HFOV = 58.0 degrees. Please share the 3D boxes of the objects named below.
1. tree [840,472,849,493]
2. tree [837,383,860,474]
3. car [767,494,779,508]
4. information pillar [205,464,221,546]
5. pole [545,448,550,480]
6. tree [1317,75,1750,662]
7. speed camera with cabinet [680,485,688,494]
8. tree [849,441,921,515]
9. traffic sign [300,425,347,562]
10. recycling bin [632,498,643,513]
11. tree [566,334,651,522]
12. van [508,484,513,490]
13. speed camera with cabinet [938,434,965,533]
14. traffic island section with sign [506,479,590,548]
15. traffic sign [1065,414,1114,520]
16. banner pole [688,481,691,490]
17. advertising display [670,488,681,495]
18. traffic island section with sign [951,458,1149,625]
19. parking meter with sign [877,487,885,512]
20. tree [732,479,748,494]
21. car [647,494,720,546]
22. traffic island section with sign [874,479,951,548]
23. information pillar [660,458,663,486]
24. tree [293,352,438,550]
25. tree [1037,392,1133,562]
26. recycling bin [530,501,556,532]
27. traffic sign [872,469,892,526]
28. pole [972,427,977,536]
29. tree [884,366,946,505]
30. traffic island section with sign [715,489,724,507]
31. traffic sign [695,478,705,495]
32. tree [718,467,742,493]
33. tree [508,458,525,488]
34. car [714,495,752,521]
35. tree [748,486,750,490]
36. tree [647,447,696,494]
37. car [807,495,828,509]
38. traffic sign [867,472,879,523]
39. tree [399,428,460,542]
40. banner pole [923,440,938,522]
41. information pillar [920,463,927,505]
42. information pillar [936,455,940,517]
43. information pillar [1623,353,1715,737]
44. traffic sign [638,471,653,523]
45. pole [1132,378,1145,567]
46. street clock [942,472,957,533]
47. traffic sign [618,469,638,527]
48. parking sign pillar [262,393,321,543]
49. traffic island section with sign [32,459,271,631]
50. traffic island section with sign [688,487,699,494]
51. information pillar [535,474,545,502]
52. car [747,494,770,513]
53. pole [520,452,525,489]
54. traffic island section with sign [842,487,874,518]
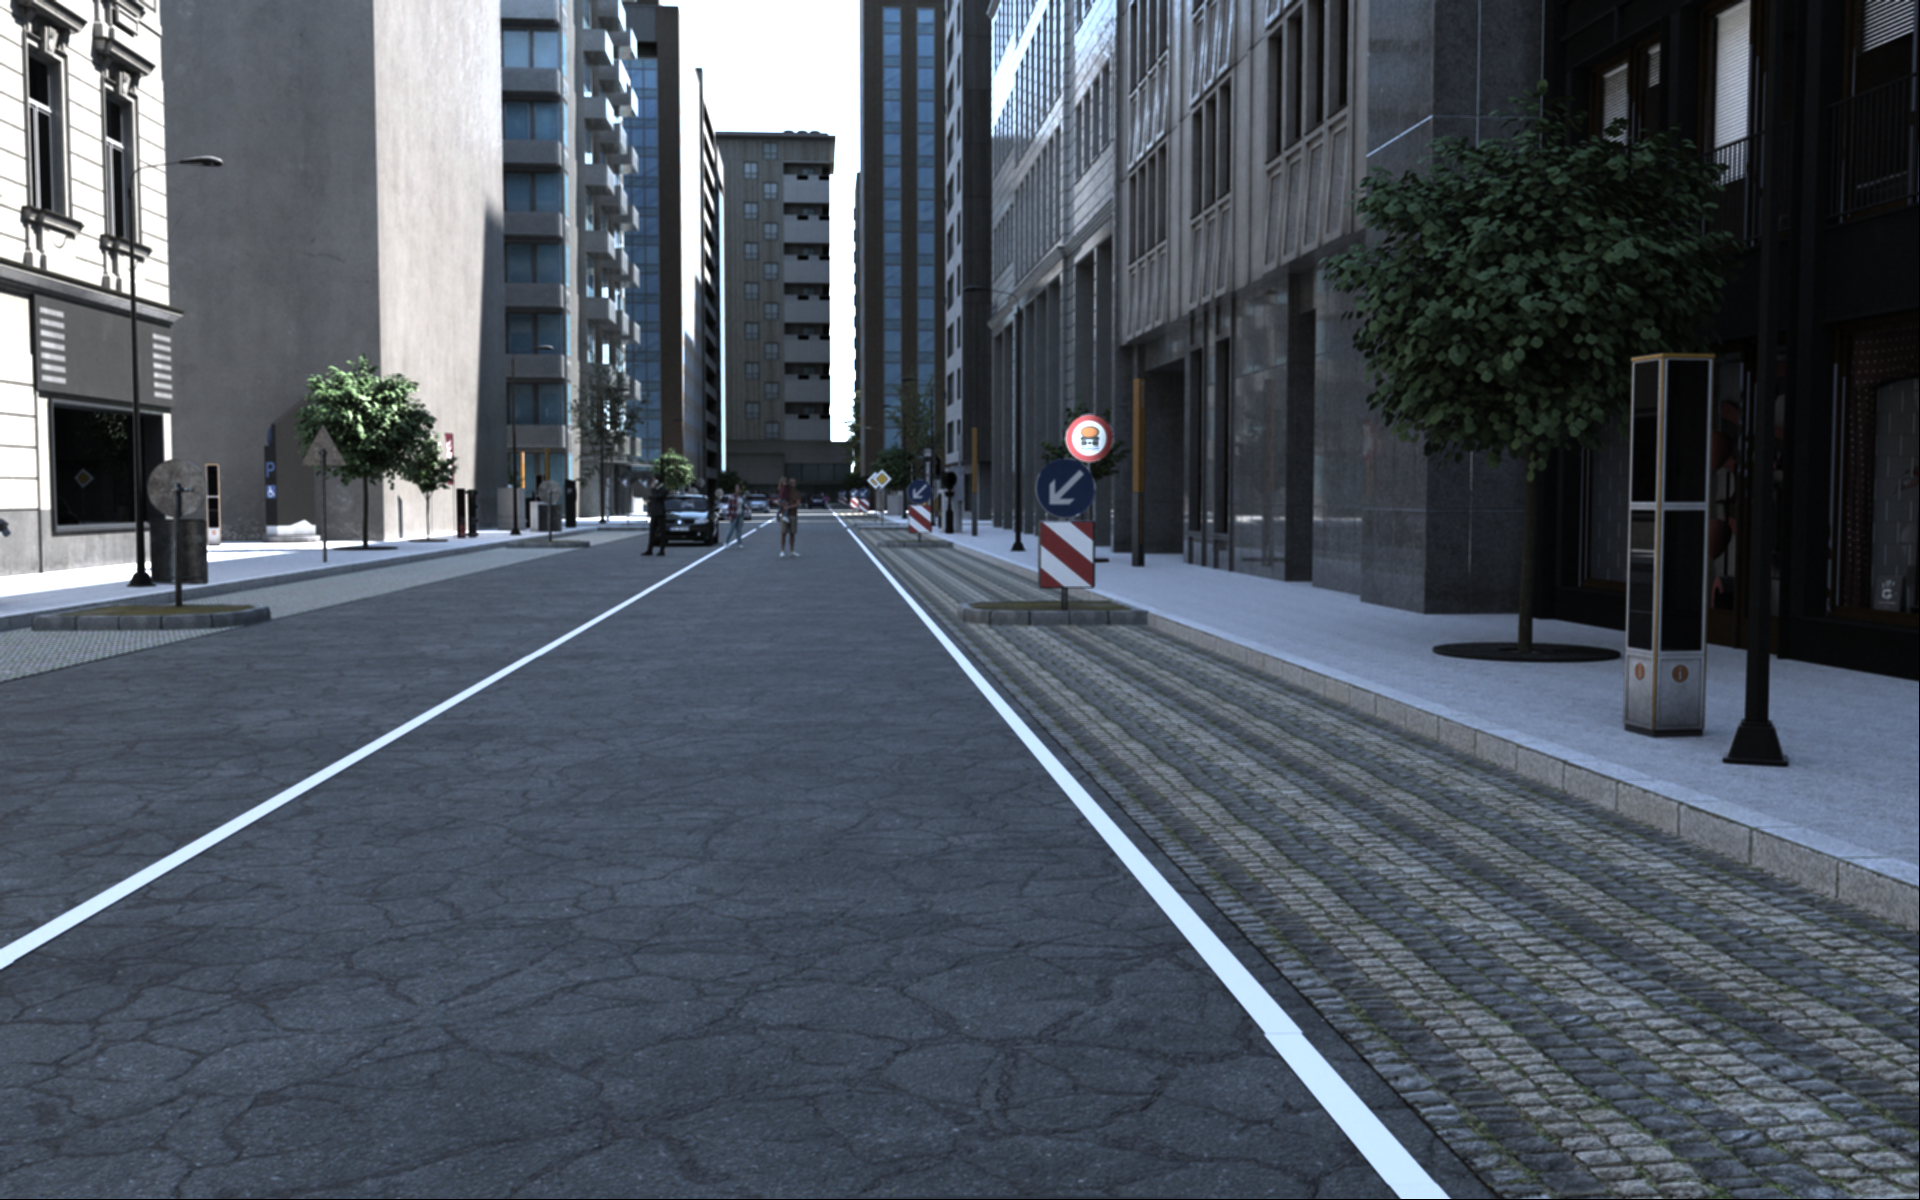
[{"bbox_3d":[-9.608,-11.629,173.848,4.285,4.588,4.351,0,3,0],"label":"tree"},{"bbox_3d":[-7.660,-14.715,158.720,7.486,12.596,7.792,0,3,0],"label":"tree"},{"bbox_3d":[-19.276,-10.524,181.110,2.155,1.783,4.494,0,4,-4],"label":"car"},{"bbox_3d":[-18.404,-2.334,42.656,0.304,2.012,0.304,-2,4,-27],"label":"information pillar"},{"bbox_3d":[-18.190,-5.049,76.390,0.158,3.312,0.155,0,3,0],"label":"pole"},{"bbox_3d":[4.464,-1.836,13.735,4.285,4.588,4.351,0,3,0],"label":"tree"},{"bbox_3d":[-21.328,-8.515,133.563,0.660,3.252,2.038,1,4,16],"label":"speed camera with cabinet"},{"bbox_3d":[-4.281,-7.945,113.613,4.285,4.588,4.351,0,3,0],"label":"tree"},{"bbox_3d":[-11.938,-1.987,32.486,0.884,2.594,0.081,0,4,2],"label":"traffic sign"},{"bbox_3d":[-21.683,-6.311,115.732,0.722,1.027,0.722,-3,5,-44],"label":"recycling bin"},{"bbox_3d":[-16.330,-7.934,80.076,4.360,8.622,3.978,0,3,0],"label":"tree"},{"bbox_3d":[-20.371,-3.935,71.344,4.112,2.044,2.013,0,4,-6],"label":"van"},{"bbox_3d":[-0.306,-3.893,57.984,0.660,3.252,2.038,-1,4,-10],"label":"speed camera with cabinet"},{"bbox_3d":[-11.012,-2.315,46.485,1.989,1.847,2.006,0,4,-5],"label":"traffic island section with sign"},{"bbox_3d":[2.063,-1.686,27.669,0.768,2.556,0.104,0,4,1],"label":"traffic sign"},{"bbox_3d":[-23.285,-9.721,148.952,0.401,3.779,0.863,-2,4,-32],"label":"banner pole"},{"bbox_3d":[-21.240,-7.578,129.115,0.974,1.923,0.123,1,4,14],"label":"advertising display"},{"bbox_3d":[0.991,-0.679,19.733,1.989,1.847,2.006,0,4,-5],"label":"traffic island section with sign"},{"bbox_3d":[-5.711,-7.784,123.529,0.543,3.016,1.738,-1,4,-15],"label":"parking meter with sign"},{"bbox_3d":[-28.186,-13.753,219.462,1.663,3.219,1.824,0,3,0],"label":"tree"},{"bbox_3d":[-7.800,-2.407,49.144,2.009,1.686,4.222,0,4,-5],"label":"car"},{"bbox_3d":[-1.237,-2.333,46.770,1.989,1.847,2.006,0,4,-5],"label":"traffic island section with sign"},{"bbox_3d":[-19.112,-7.328,111.171,0.183,3.616,0.504,1,4,9],"label":"information pillar"},{"bbox_3d":[-13.828,-3.452,40.162,4.285,4.588,4.351,0,3,0],"label":"tree"},{"bbox_3d":[2.213,-2.347,32.980,1.663,3.219,1.824,0,3,0],"label":"tree"},{"bbox_3d":[-14.299,-2.867,59.428,0.722,1.027,0.722,-2,4,-32],"label":"recycling bin"},{"bbox_3d":[-3.113,-4.012,69.236,0.795,2.450,0.064,0,4,-5],"label":"traffic sign"},{"bbox_3d":[0.447,-3.622,53.057,0.158,3.312,0.155,0,3,0],"label":"pole"},{"bbox_3d":[-2.169,-9.169,100.273,4.737,8.622,4.395,0,3,0],"label":"tree"},{"bbox_3d":[-17.705,-7.293,127.866,1.989,1.847,2.006,0,4,-5],"label":"traffic island section with sign"},{"bbox_3d":[-20.351,-8.289,135.629,0.768,2.556,0.104,0,4,-2],"label":"traffic sign"},{"bbox_3d":[-27.811,-13.688,207.511,4.285,4.588,4.351,0,3,0],"label":"tree"},{"bbox_3d":[-20.717,-5.112,78.185,1.663,3.219,1.824,0,3,0],"label":"tree"},{"bbox_3d":[-12.291,-5.020,94.078,2.014,1.417,4.499,0,4,-3],"label":"car"},{"bbox_3d":[-28.213,-14.166,226.215,1.663,3.219,1.824,0,3,0],"label":"tree"},{"bbox_3d":[-20.056,-8.344,120.142,4.285,4.588,4.351,0,3,0],"label":"tree"},{"bbox_3d":[-13.781,-9.484,167.651,1.945,1.354,3.894,0,4,-6],"label":"car"},{"bbox_3d":[-3.768,-4.499,77.194,0.795,2.450,0.064,0,4,-5],"label":"traffic sign"},{"bbox_3d":[-14.305,-3.199,46.898,1.663,3.219,1.824,0,3,0],"label":"tree"},{"bbox_3d":[-1.352,-5.503,79.999,0.863,3.779,0.401,2,4,31],"label":"banner pole"},{"bbox_3d":[-2.790,-8.615,132.204,0.504,3.616,0.183,-1,4,-16],"label":"information pillar"},{"bbox_3d":[-1.306,-6.505,97.710,0.183,3.616,0.504,3,5,43],"label":"information pillar"},{"bbox_3d":[3.771,-0.290,9.227,0.304,2.012,0.304,-1,4,-10],"label":"information pillar"},{"bbox_3d":[-13.780,-4.450,76.394,0.795,2.450,0.064,0,4,-5],"label":"traffic sign"},{"bbox_3d":[3.161,-2.250,30.626,0.158,3.312,0.155,0,3,0],"label":"pole"},{"bbox_3d":[-0.341,-3.171,56.412,0.358,2.002,0.471,3,5,41],"label":"street clock"},{"bbox_3d":[-13.126,-3.963,68.436,0.795,2.450,0.064,0,4,-5],"label":"traffic sign"},{"bbox_3d":[-17.672,-3.498,45.667,1.447,3.967,1.447,2,4,26],"label":"parking sign pillar"},{"bbox_3d":[-8.763,-0.637,19.038,1.989,1.847,2.006,0,4,-5],"label":"traffic island section with sign"},{"bbox_3d":[-15.501,-5.650,101.001,1.989,1.847,2.006,0,4,-5],"label":"traffic island section with sign"},{"bbox_3d":[-15.580,-3.659,64.313,0.304,2.012,0.304,0,4,2],"label":"information pillar"},{"bbox_3d":[-15.177,-7.177,129.349,2.014,1.417,4.499,0,4,-3],"label":"car"},{"bbox_3d":[-21.221,-5.516,84.023,0.158,3.312,0.155,0,3,0],"label":"pole"},{"bbox_3d":[-5.797,-5.726,102.245,1.989,1.847,2.006,0,4,-5],"label":"traffic island section with sign"}]
